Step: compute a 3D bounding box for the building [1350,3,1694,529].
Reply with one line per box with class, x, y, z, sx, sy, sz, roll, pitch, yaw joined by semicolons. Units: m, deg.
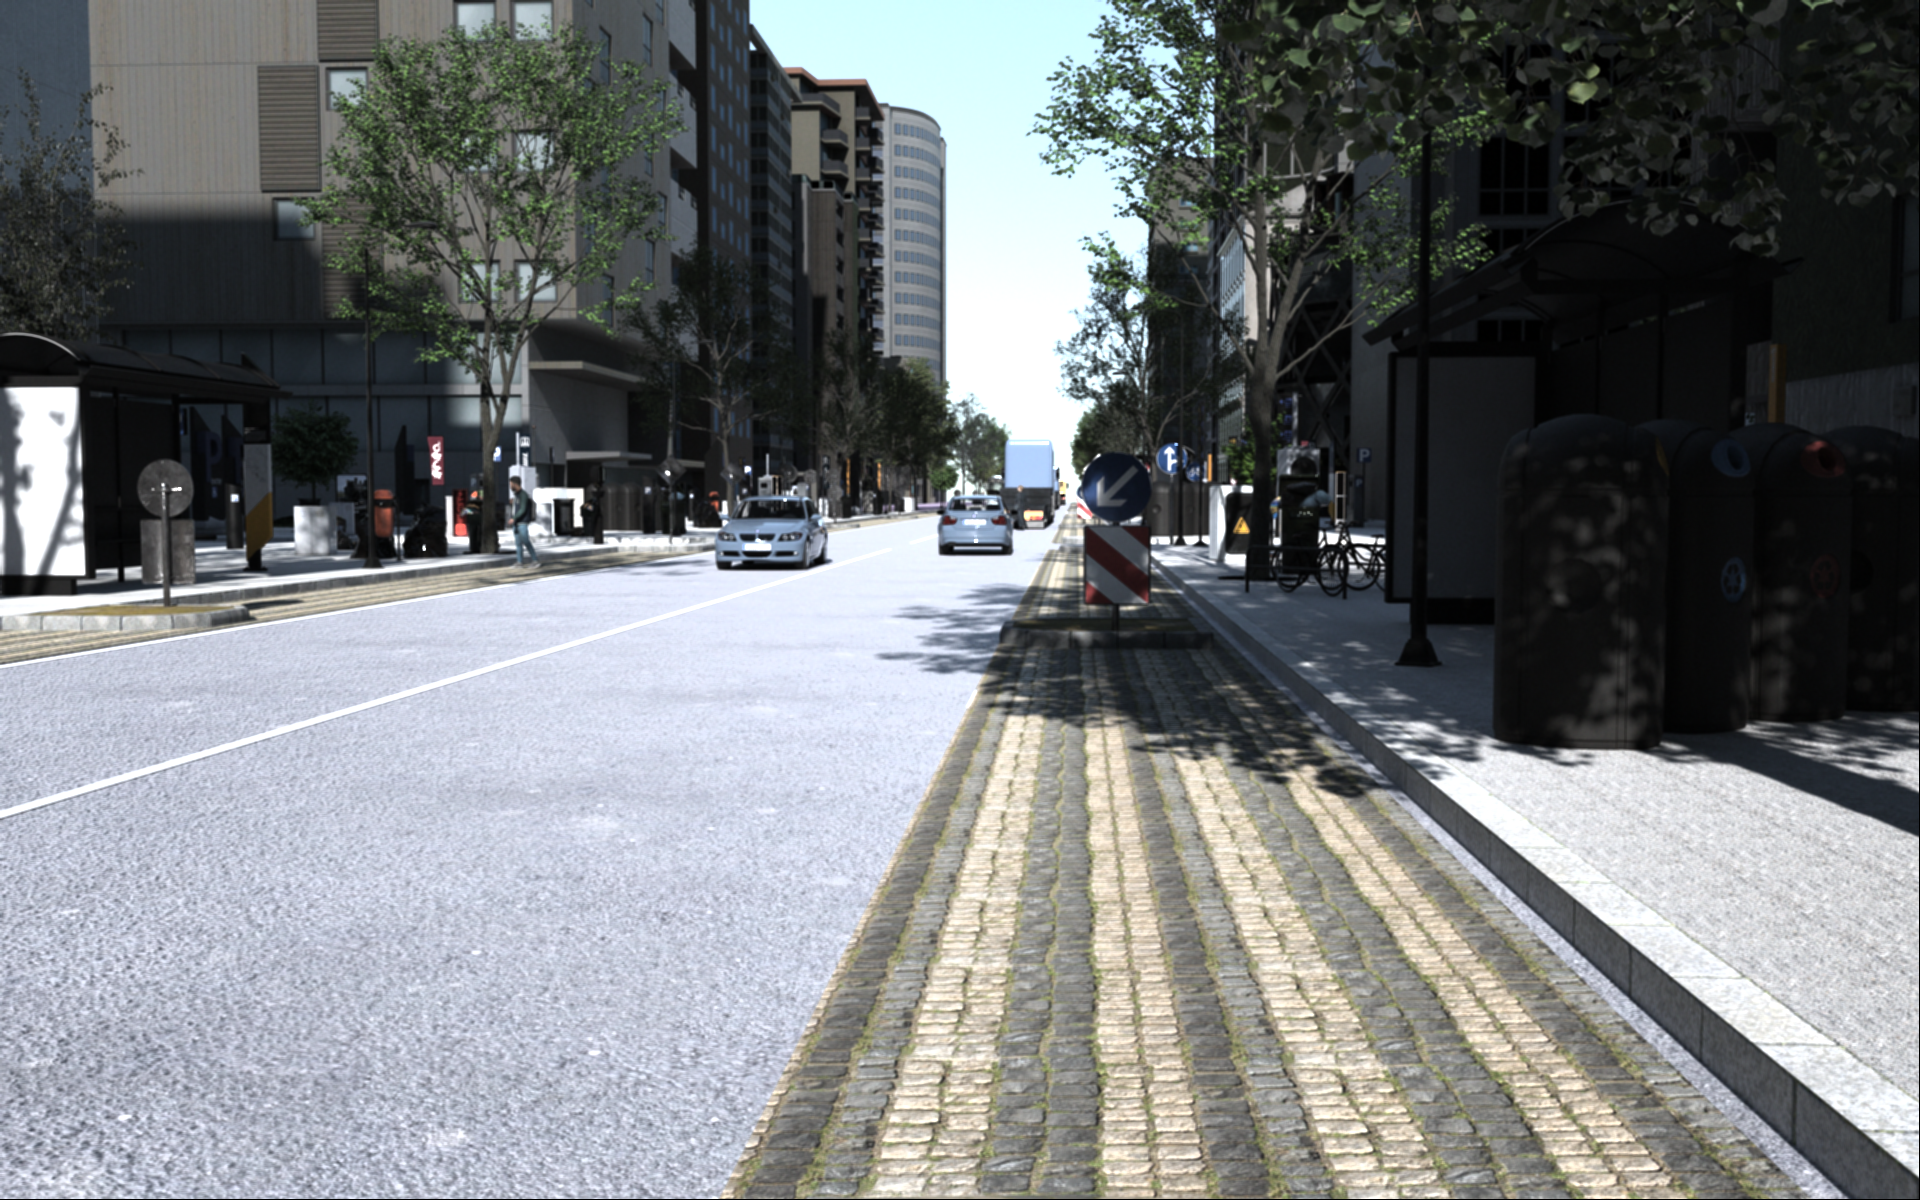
building;27.622;-16.524;63.674;24.014;27.812;14.314;0;4;4

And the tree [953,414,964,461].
tree;-3.304;-12.186;133.658;8.767;10.594;7.601;2;4;29

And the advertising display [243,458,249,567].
advertising display;-12.530;-1.549;30.544;0.123;1.923;0.974;-2;4;-26

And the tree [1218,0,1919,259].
tree;3.664;-5.967;4.224;9.857;13.997;8.962;0;3;0

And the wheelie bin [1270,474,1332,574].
wheelie bin;5.491;-1.222;27.885;0.980;1.594;0.693;0;4;7

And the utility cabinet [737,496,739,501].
utility cabinet;-12.205;-5.291;97.665;0.306;1.237;1.020;1;4;22

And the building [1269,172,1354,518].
building;25.885;-14.093;97.875;16.820;18.784;16.811;0;4;4

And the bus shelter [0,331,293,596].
bus shelter;-11.568;-1.860;24.339;2.014;3.302;5.546;0;4;4

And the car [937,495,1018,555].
car;0.410;-1.837;42.033;2.014;1.417;4.499;0;4;2

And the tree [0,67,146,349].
tree;-15.678;-4.823;29.223;4.360;8.622;3.978;0;3;0

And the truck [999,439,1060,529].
truck;2.941;-5.491;79.538;2.967;4.110;18.799;0;4;4

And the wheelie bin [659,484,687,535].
wheelie bin;-9.052;-2.860;54.664;0.980;1.594;0.693;2;4;34

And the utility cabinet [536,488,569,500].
utility cabinet;-13.872;-3.045;58.472;1.173;1.500;0.318;1;4;21

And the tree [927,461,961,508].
tree;-1.571;-11.047;164.328;4.285;4.588;4.351;0;3;0

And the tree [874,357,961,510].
tree;-3.700;-13.754;143.001;7.486;12.596;7.792;0;3;0

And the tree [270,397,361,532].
tree;-21.970;-4.586;58.701;4.285;4.588;4.351;0;3;0

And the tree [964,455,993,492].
tree;2.439;-17.448;235.641;4.360;8.622;3.978;0;3;0

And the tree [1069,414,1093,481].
tree;18.380;-19.648;239.364;7.486;12.596;7.792;0;3;0

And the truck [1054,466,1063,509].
truck;7.788;-10.406;159.900;2.967;4.110;18.799;0;4;5

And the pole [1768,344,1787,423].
pole;11.134;-1.824;23.661;0.158;3.312;0.155;0;3;0

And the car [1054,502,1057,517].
car;5.079;-5.861;108.401;1.945;1.354;3.894;0;4;3

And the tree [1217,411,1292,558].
tree;5.953;-2.485;35.233;1.663;3.219;1.824;0;3;0

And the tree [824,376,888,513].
tree;-6.292;-9.591;107.179;4.360;8.622;3.978;0;3;0

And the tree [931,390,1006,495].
tree;0.567;-17.858;202.348;12.009;13.543;11.850;0;3;0

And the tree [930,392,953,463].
tree;-4.595;-11.377;120.422;7.601;10.594;8.767;0;4;-2

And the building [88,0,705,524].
building;-28.655;-30.363;85.670;28.713;52.752;27.495;0;4;4

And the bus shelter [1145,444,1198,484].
bus shelter;8.865;-4.835;72.977;2.014;3.302;5.546;0;4;4

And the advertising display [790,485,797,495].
advertising display;-11.992;-7.375;125.796;0.123;1.923;0.974;3;4;36

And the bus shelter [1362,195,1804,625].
bus shelter;4.830;-1.259;14.501;2.014;3.302;5.546;0;4;4

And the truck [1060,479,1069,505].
truck;12.573;-14.160;227.442;3.469;3.379;9.791;0;4;3

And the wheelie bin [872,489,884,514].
wheelie bin;-5.185;-6.218;109.567;0.693;1.594;0.980;-1;4;-18

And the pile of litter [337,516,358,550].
pile of litter;-14.319;-1.617;40.399;1.176;0.858;1.719;-2;4;-29

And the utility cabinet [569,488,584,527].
utility cabinet;-14.963;-3.509;66.043;1.173;1.500;0.318;-2;4;-28

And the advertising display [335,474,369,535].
advertising display;-19.186;-3.025;54.673;0.974;1.923;0.123;-2;4;-27

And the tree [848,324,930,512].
tree;-6.609;-9.694;92.910;8.767;10.594;7.601;-1;4;-9

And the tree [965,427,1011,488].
tree;5.490;-22.471;284.409;9.611;12.733;9.660;0;3;0

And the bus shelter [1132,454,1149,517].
bus shelter;10.120;-6.714;101.061;1.731;3.624;6.357;0;4;4

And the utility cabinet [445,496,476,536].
utility cabinet;-15.138;-2.532;52.566;1.020;1.237;0.306;2;4;32

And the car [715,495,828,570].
car;-3.675;-1.365;34.325;2.014;1.417;4.499;0;4;3

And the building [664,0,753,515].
building;-21.947;-28.391;114.308;14.600;45.320;14.200;0;4;4

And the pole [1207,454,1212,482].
pole;12.759;-5.797;88.619;0.158;3.312;0.155;0;3;0

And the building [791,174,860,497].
building;-17.064;-23.698;159.164;14.160;30.474;14.107;0;4;4

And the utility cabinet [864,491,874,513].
utility cabinet;-6.068;-6.544;115.667;0.318;1.500;1.173;-2;4;-32

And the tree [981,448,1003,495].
tree;3.881;-18.283;249.295;4.737;8.622;4.395;0;3;0

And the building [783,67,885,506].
building;-19.641;-32.178;180.741;22.147;44.769;28.867;0;4;4

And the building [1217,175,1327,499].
building;22.803;-16.328;116.117;9.793;20.994;18.267;0;4;4

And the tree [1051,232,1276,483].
tree;7.014;-7.744;61.027;8.767;10.594;7.601;1;4;17

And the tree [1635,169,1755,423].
tree;16.414;-5.317;37.289;4.737;8.622;4.395;0;3;0

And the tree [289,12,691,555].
tree;-9.958;-6.802;36.973;9.928;11.665;9.643;0;3;0

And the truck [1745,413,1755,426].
truck;21.235;-3.463;45.528;11.283;4.237;2.839;0;4;6

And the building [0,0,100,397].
building;-28.369;-12.995;30.491;19.932;24.808;12.078;0;4;4

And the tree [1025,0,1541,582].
tree;4.516;-6.091;25.351;9.928;11.665;9.643;0;3;0

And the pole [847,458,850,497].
pole;-6.353;-6.401;98.503;0.158;3.312;0.155;0;3;0

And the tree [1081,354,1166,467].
tree;8.746;-8.554;90.228;4.360;8.622;3.978;0;3;0

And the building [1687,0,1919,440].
building;19.097;-15.579;26.423;14.160;30.474;14.107;0;4;4

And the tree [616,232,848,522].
tree;-8.562;-7.820;62.268;7.601;10.594;8.767;0;4;5

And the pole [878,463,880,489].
pole;-5.215;-7.222;111.917;0.158;3.312;0.155;0;3;0
